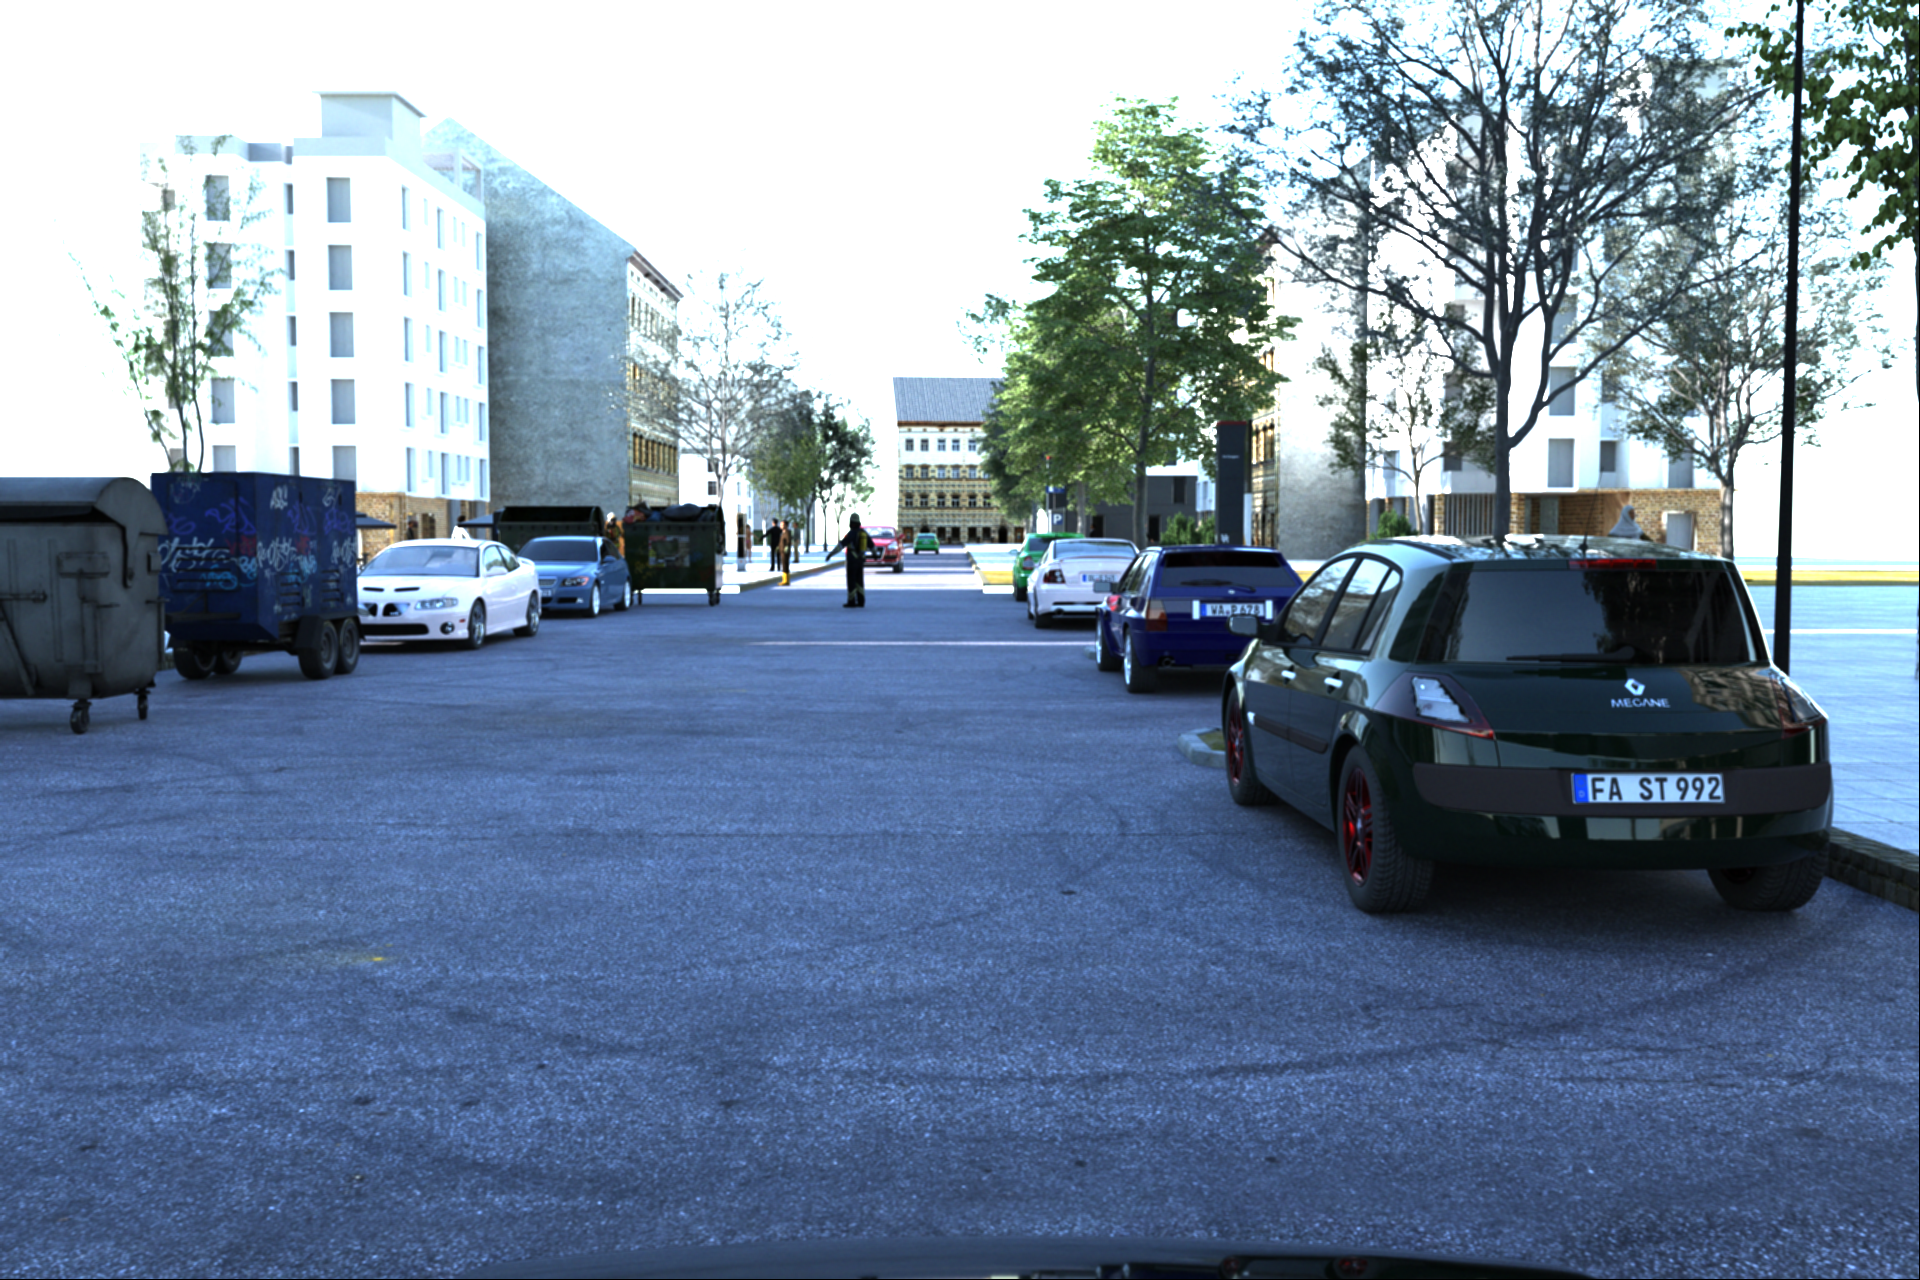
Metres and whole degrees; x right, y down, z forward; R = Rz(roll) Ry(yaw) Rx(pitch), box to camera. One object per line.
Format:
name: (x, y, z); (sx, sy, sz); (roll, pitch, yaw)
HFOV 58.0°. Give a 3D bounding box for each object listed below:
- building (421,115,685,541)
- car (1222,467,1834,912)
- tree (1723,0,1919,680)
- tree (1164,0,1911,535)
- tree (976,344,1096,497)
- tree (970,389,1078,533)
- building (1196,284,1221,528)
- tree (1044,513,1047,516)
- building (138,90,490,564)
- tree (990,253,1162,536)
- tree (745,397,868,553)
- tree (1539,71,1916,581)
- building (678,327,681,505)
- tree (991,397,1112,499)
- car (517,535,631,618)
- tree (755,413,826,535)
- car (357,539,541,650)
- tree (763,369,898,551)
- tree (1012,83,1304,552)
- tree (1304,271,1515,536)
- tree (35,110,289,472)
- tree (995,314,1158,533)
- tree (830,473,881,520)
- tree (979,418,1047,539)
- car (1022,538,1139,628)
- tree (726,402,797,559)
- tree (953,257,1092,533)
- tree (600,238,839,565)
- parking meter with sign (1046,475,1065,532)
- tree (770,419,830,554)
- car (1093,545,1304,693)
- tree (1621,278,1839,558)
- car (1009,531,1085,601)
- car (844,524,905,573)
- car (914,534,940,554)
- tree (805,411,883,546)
building: (-26.932, -16.487, 100.484); (19.493, 23.208, 18.063); (0, 4, -1)
car: (2.320, 0.112, 7.962); (2.009, 1.686, 4.222); (0, 4, -1)
tree: (8.659, -3.944, 14.839); (4.737, 8.622, 4.395); (0, 3, 0)
tree: (8.383, -7.079, 26.104); (12.009, 13.543, 11.850); (0, 3, 0)
tree: (5.722, -11.920, 105.267); (12.009, 13.543, 11.850); (0, 3, 0)
tree: (5.505, -13.716, 130.918); (9.857, 13.997, 8.962); (0, 3, 0)
building: (22.538, -16.513, 126.404); (16.016, 20.090, 11.380); (0, 4, 0)
tree: (13.362, -17.626, 238.548); (4.737, 8.622, 4.395); (0, 3, 0)
building: (-29.024, -13.385, 75.271); (16.016, 20.090, 11.380); (0, 4, 0)
tree: (4.695, -9.314, 70.405); (7.486, 12.596, 7.792); (0, 3, 0)
tree: (-10.393, -11.160, 116.885); (8.767, 10.594, 7.601); (0, 4, -2)
tree: (20.972, -8.361, 47.079); (12.009, 13.543, 11.850); (0, 3, 0)
building: (-30.130, -17.644, 119.406); (19.493, 23.208, 18.063); (0, 4, -1)
tree: (5.525, -9.766, 94.089); (8.767, 10.594, 7.601); (2, 4, 34)
car: (-7.075, -1.168, 31.102); (2.014, 1.417, 4.499); (0, 4, 0)
tree: (-10.241, -9.240, 101.430); (4.737, 8.622, 4.395); (0, 3, 0)
car: (-6.884, -0.647, 22.935); (2.083, 1.381, 4.827); (0, 3, 0)
tree: (-10.026, -13.339, 128.468); (12.009, 13.543, 11.850); (0, 3, 0)
tree: (5.030, -7.720, 44.355); (7.486, 12.596, 7.792); (0, 3, 0)
tree: (16.148, -7.774, 61.523); (7.601, 10.594, 8.767); (2, 4, 31)
tree: (-13.246, -4.882, 30.184); (4.360, 8.622, 3.978); (0, 3, 0)
tree: (5.537, -9.550, 81.891); (9.928, 11.665, 9.643); (0, 3, 0)
tree: (-14.362, -18.602, 238.554); (7.601, 10.594, 8.767); (0, 4, -2)
tree: (5.495, -13.709, 142.263); (7.486, 12.596, 7.792); (0, 3, 0)
car: (2.056, -0.937, 27.682); (2.083, 1.381, 4.827); (0, 4, 0)
tree: (-10.174, -8.597, 90.922); (4.360, 8.622, 3.978); (0, 3, 0)
tree: (6.404, -16.012, 117.691); (12.611, 20.169, 13.585); (0, 3, 0)
tree: (-9.947, -9.879, 71.894); (12.009, 13.543, 11.850); (0, 3, 0)
parking meter with sign: (2.760, -3.273, 49.775); (0.543, 3.016, 1.738); (0, 4, 1)
tree: (-10.248, -9.778, 110.239); (4.737, 8.622, 4.395); (0, 3, 0)
car: (2.327, -0.268, 16.960); (1.945, 1.354, 3.894); (0, 4, -1)
tree: (26.333, -7.619, 58.990); (7.601, 10.594, 8.767); (-1, 4, -18)
car: (2.076, -1.802, 38.256); (1.959, 1.807, 4.718); (0, 4, 0)
car: (-3.163, -3.427, 64.712); (2.281, 1.827, 5.304); (0, 4, 0)
car: (-2.392, -7.060, 124.233); (1.959, 1.807, 4.718); (0, 4, 0)
tree: (-10.180, -13.369, 144.334); (9.928, 11.665, 9.643); (0, 3, 0)
